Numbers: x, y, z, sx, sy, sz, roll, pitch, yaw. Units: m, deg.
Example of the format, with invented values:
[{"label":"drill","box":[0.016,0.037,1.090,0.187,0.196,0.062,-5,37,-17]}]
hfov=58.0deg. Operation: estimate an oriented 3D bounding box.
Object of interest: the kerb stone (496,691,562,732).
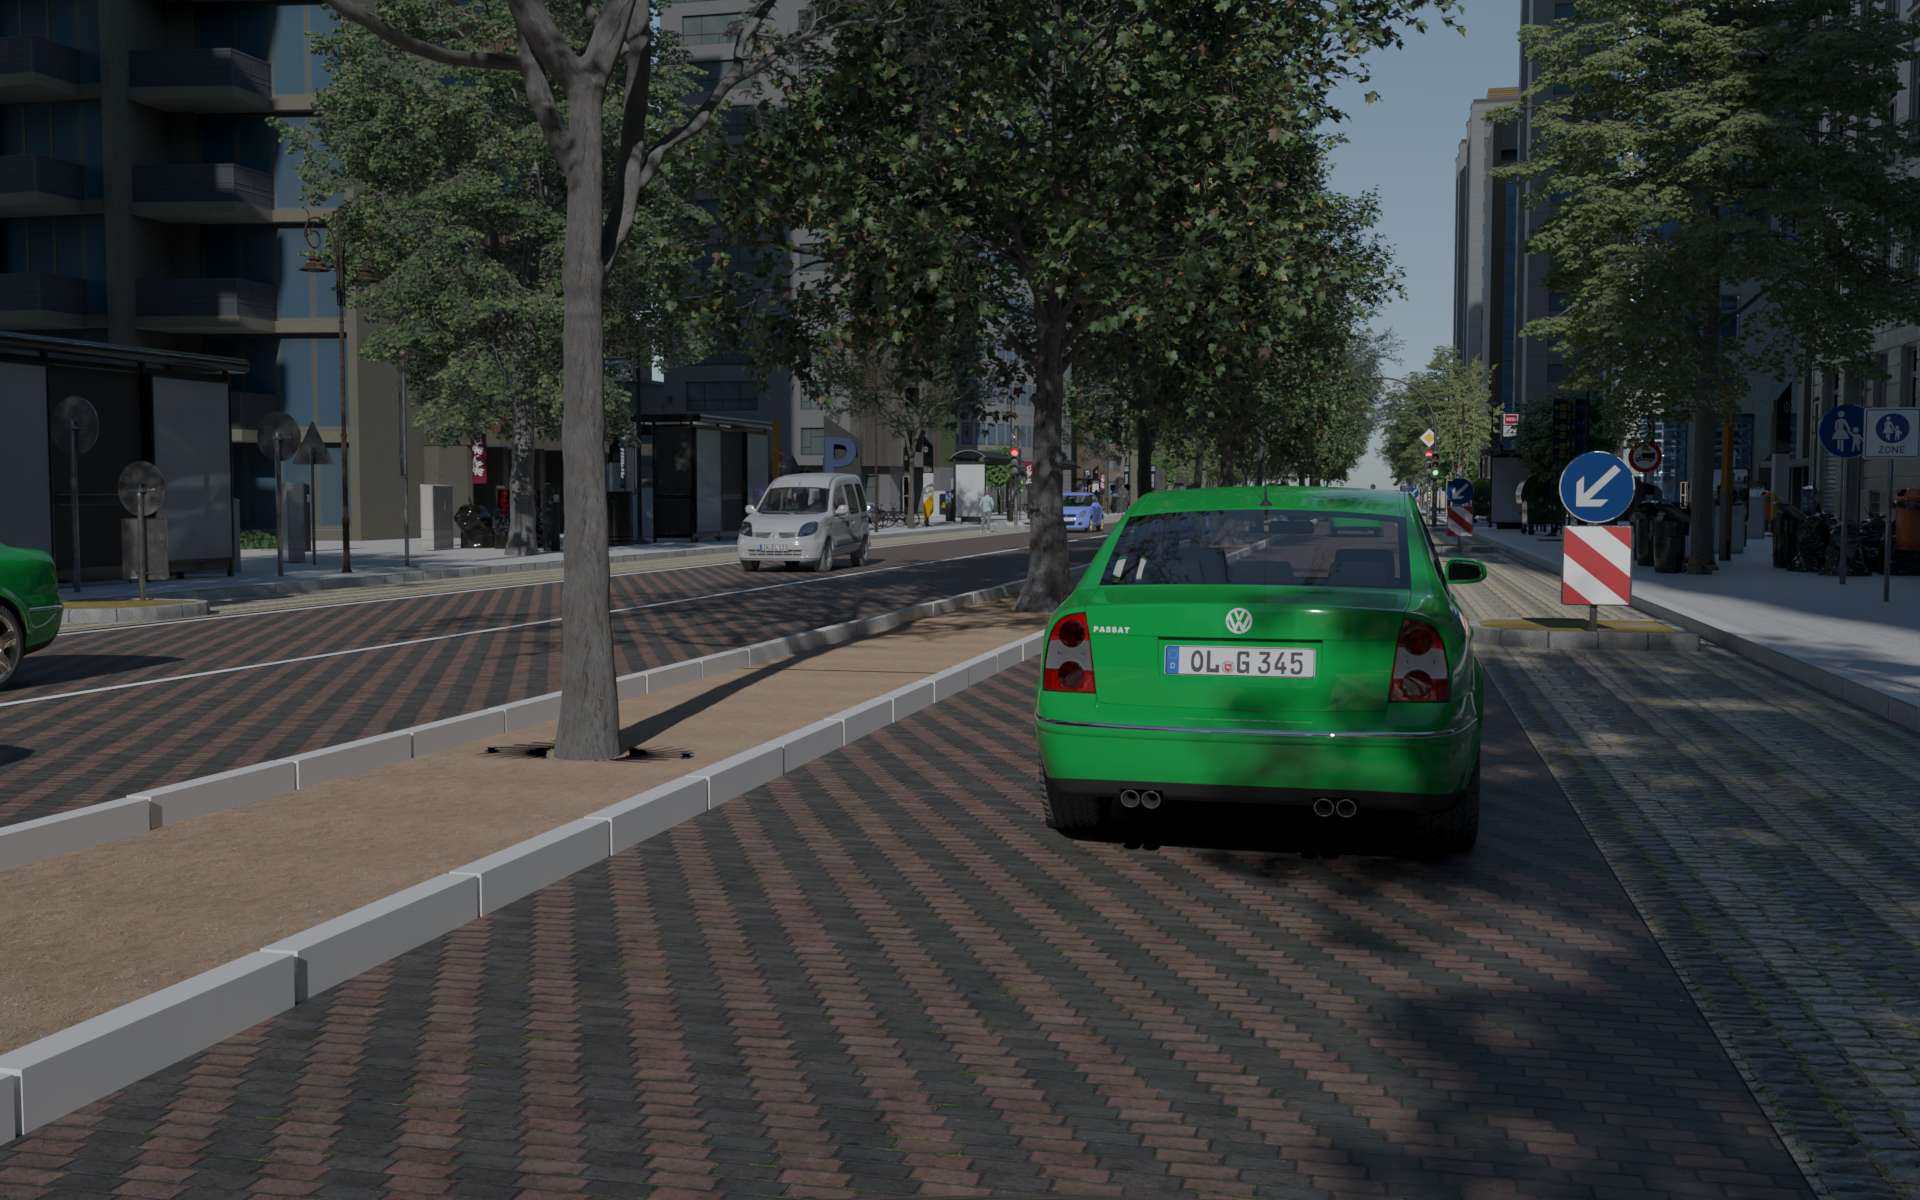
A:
[{"label":"kerb stone","box":[-2.649,0.695,10.830,0.120,0.150,1.000,1,4,13]}]

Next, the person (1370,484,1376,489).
[{"label":"person","box":[15.216,-3.371,63.792,0.419,1.800,0.721,1,4,21]}]

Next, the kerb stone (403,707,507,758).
[{"label":"kerb stone","box":[-2.888,0.758,9.836,0.120,0.150,1.000,1,4,13]}]

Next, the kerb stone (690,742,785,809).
[{"label":"kerb stone","box":[-1.078,0.846,8.362,0.120,0.150,1.000,1,4,13]}]

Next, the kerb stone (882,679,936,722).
[{"label":"kerb stone","box":[-0.358,0.663,11.360,0.120,0.150,1.000,1,4,13]}]

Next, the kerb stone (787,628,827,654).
[{"label":"kerb stone","box":[-1.445,0.390,15.817,0.120,0.150,1.000,1,4,13]}]

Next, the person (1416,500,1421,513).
[{"label":"person","box":[14.864,-2.643,56.395,0.352,1.250,0.332,3,4,37]}]

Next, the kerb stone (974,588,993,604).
[{"label":"kerb stone","box":[0.235,-0.037,22.797,0.120,0.150,1.000,1,4,13]}]

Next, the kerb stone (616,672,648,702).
[{"label":"kerb stone","box":[-2.408,0.634,11.824,0.120,0.150,1.000,1,4,13]}]

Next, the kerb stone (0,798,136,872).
[{"label":"kerb stone","box":[-3.598,0.943,6.840,0.120,0.150,1.000,1,4,13]}]

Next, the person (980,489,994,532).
[{"label":"person","box":[1.009,-3.297,64.213,0.589,1.601,0.330,2,4,28]}]

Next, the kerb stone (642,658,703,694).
[{"label":"kerb stone","box":[-2.164,0.574,12.818,0.120,0.150,1.000,1,4,13]}]

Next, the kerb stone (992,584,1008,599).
[{"label":"kerb stone","box":[0.468,-0.090,23.793,0.120,0.150,1.000,1,4,13]}]

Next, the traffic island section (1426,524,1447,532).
[{"label":"traffic island section","box":[18.352,-2.735,66.991,2.009,0.180,2.903,1,4,13]}]

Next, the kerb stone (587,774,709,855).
[{"label":"kerb stone","box":[-1.320,0.907,7.361,0.120,0.150,1.000,1,4,13]}]

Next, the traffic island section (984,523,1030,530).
[{"label":"traffic island section","box":[2.268,-2.970,70.846,2.009,0.180,2.903,1,4,13]}]

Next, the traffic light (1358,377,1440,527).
[{"label":"traffic light","box":[16.260,-5.662,67.234,4.771,5.953,1.251,1,4,13]}]

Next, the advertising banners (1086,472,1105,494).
[{"label":"advertising banners","box":[10.578,-8.617,137.070,2.074,3.025,0.090,-1,4,-10]}]

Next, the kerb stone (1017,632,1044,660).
[{"label":"kerb stone","box":[0.603,0.421,15.356,0.120,0.150,1.000,1,4,13]}]

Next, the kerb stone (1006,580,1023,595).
[{"label":"kerb stone","box":[0.704,-0.158,24.787,0.120,0.150,1.000,1,4,13]}]

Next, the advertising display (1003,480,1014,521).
[{"label":"advertising display","box":[2.567,-5.200,90.240,0.123,1.923,0.974,-1,4,-13]}]

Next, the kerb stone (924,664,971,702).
[{"label":"kerb stone","box":[-0.114,0.601,12.363,0.120,0.150,1.000,1,4,13]}]

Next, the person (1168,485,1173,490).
[{"label":"person","box":[9.368,-4.201,77.062,0.514,1.842,0.818,1,4,10]}]

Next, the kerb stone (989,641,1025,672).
[{"label":"kerb stone","box":[0.358,0.479,14.364,0.120,0.150,1.000,1,4,13]}]

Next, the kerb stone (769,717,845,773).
[{"label":"kerb stone","box":[-0.843,0.787,9.365,0.120,0.150,1.000,1,4,13]}]

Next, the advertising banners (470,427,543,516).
[{"label":"advertising banners","box":[-11.758,-2.976,44.839,2.074,3.025,0.090,-3,4,-38]}]

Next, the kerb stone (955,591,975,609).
[{"label":"kerb stone","box":[-0.010,0.025,21.793,0.120,0.150,1.000,1,4,13]}]

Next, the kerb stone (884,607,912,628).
[{"label":"kerb stone","box":[-0.732,0.213,18.803,0.120,0.150,1.000,1,4,13]}]

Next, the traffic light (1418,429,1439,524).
[{"label":"traffic light","box":[20.181,-5.243,74.651,0.839,4.253,0.868,1,4,13]}]

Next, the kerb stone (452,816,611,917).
[{"label":"kerb stone","box":[-1.563,0.970,6.366,0.120,0.150,1.000,1,4,13]}]

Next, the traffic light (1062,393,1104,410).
[{"label":"traffic light","box":[6.225,-6.321,78.013,4.771,5.953,1.251,1,4,13]}]

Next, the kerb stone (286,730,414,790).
[{"label":"kerb stone","box":[-3.125,0.818,8.834,0.120,0.150,1.000,1,4,13]}]

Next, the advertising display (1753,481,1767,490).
[{"label":"advertising display","box":[38.161,-4.751,82.896,0.123,1.923,0.974,-1,4,-23]}]

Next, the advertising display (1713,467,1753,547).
[{"label":"advertising display","box":[18.688,-2.261,42.186,0.974,1.923,0.123,2,4,34]}]

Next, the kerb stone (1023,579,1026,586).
[{"label":"kerb stone","box":[0.952,-0.218,25.779,0.120,0.150,1.000,1,4,13]}]

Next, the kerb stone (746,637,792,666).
[{"label":"kerb stone","box":[-1.680,0.451,14.822,0.120,0.150,1.000,1,4,13]}]

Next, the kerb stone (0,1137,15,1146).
[{"label":"kerb stone","box":[-2.275,1.156,3.374,0.120,0.150,1.000,1,4,13]}]

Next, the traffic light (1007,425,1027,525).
[{"label":"traffic light","box":[2.304,-5.002,70.703,0.839,4.253,0.868,1,4,13]}]

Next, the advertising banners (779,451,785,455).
[{"label":"advertising banners","box":[-7.656,-4.522,70.130,0.090,3.025,2.074,2,4,27]}]

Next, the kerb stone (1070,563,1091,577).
[{"label":"kerb stone","box":[2.149,-0.520,30.788,0.120,0.150,1.000,1,4,13]}]

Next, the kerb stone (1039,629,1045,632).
[{"label":"kerb stone","box":[0.844,0.358,16.350,0.120,0.150,1.000,1,4,13]}]

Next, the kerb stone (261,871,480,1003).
[{"label":"kerb stone","box":[-1.804,1.032,5.373,0.120,0.150,1.000,1,4,13]}]

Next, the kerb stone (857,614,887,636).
[{"label":"kerb stone","box":[-0.969,0.275,17.809,0.120,0.150,1.000,1,4,13]}]

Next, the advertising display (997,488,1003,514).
[{"label":"advertising display","box":[2.573,-6.393,109.747,0.123,1.923,0.974,1,4,21]}]

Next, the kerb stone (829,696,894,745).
[{"label":"kerb stone","box":[-0.601,0.724,10.367,0.120,0.150,1.000,1,4,13]}]

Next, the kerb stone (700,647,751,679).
[{"label":"kerb stone","box":[-1.924,0.513,13.819,0.120,0.150,1.000,1,4,13]}]

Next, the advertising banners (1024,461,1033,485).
[{"label":"advertising banners","box":[4.425,-5.891,92.501,2.074,3.025,0.090,0,4,6]}]

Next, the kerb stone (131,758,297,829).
[{"label":"kerb stone","box":[-3.370,0.878,7.841,0.120,0.150,1.000,1,4,13]}]

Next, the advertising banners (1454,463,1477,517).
[{"label":"advertising banners","box":[28.461,-6.109,96.063,2.074,3.025,0.090,1,4,15]}]

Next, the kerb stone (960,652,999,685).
[{"label":"kerb stone","box":[0.119,0.541,13.358,0.120,0.150,1.000,1,4,13]}]

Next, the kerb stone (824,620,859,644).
[{"label":"kerb stone","box":[-1.211,0.329,16.816,0.120,0.150,1.000,1,4,13]}]

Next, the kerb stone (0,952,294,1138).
[{"label":"kerb stone","box":[-2.035,1.092,4.368,0.120,0.150,1.000,1,4,13]}]

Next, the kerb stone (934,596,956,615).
[{"label":"kerb stone","box":[-0.249,0.091,20.792,0.120,0.150,1.000,1,4,13]}]

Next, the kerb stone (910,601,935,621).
[{"label":"kerb stone","box":[-0.496,0.147,19.800,0.120,0.150,1.000,1,4,13]}]
